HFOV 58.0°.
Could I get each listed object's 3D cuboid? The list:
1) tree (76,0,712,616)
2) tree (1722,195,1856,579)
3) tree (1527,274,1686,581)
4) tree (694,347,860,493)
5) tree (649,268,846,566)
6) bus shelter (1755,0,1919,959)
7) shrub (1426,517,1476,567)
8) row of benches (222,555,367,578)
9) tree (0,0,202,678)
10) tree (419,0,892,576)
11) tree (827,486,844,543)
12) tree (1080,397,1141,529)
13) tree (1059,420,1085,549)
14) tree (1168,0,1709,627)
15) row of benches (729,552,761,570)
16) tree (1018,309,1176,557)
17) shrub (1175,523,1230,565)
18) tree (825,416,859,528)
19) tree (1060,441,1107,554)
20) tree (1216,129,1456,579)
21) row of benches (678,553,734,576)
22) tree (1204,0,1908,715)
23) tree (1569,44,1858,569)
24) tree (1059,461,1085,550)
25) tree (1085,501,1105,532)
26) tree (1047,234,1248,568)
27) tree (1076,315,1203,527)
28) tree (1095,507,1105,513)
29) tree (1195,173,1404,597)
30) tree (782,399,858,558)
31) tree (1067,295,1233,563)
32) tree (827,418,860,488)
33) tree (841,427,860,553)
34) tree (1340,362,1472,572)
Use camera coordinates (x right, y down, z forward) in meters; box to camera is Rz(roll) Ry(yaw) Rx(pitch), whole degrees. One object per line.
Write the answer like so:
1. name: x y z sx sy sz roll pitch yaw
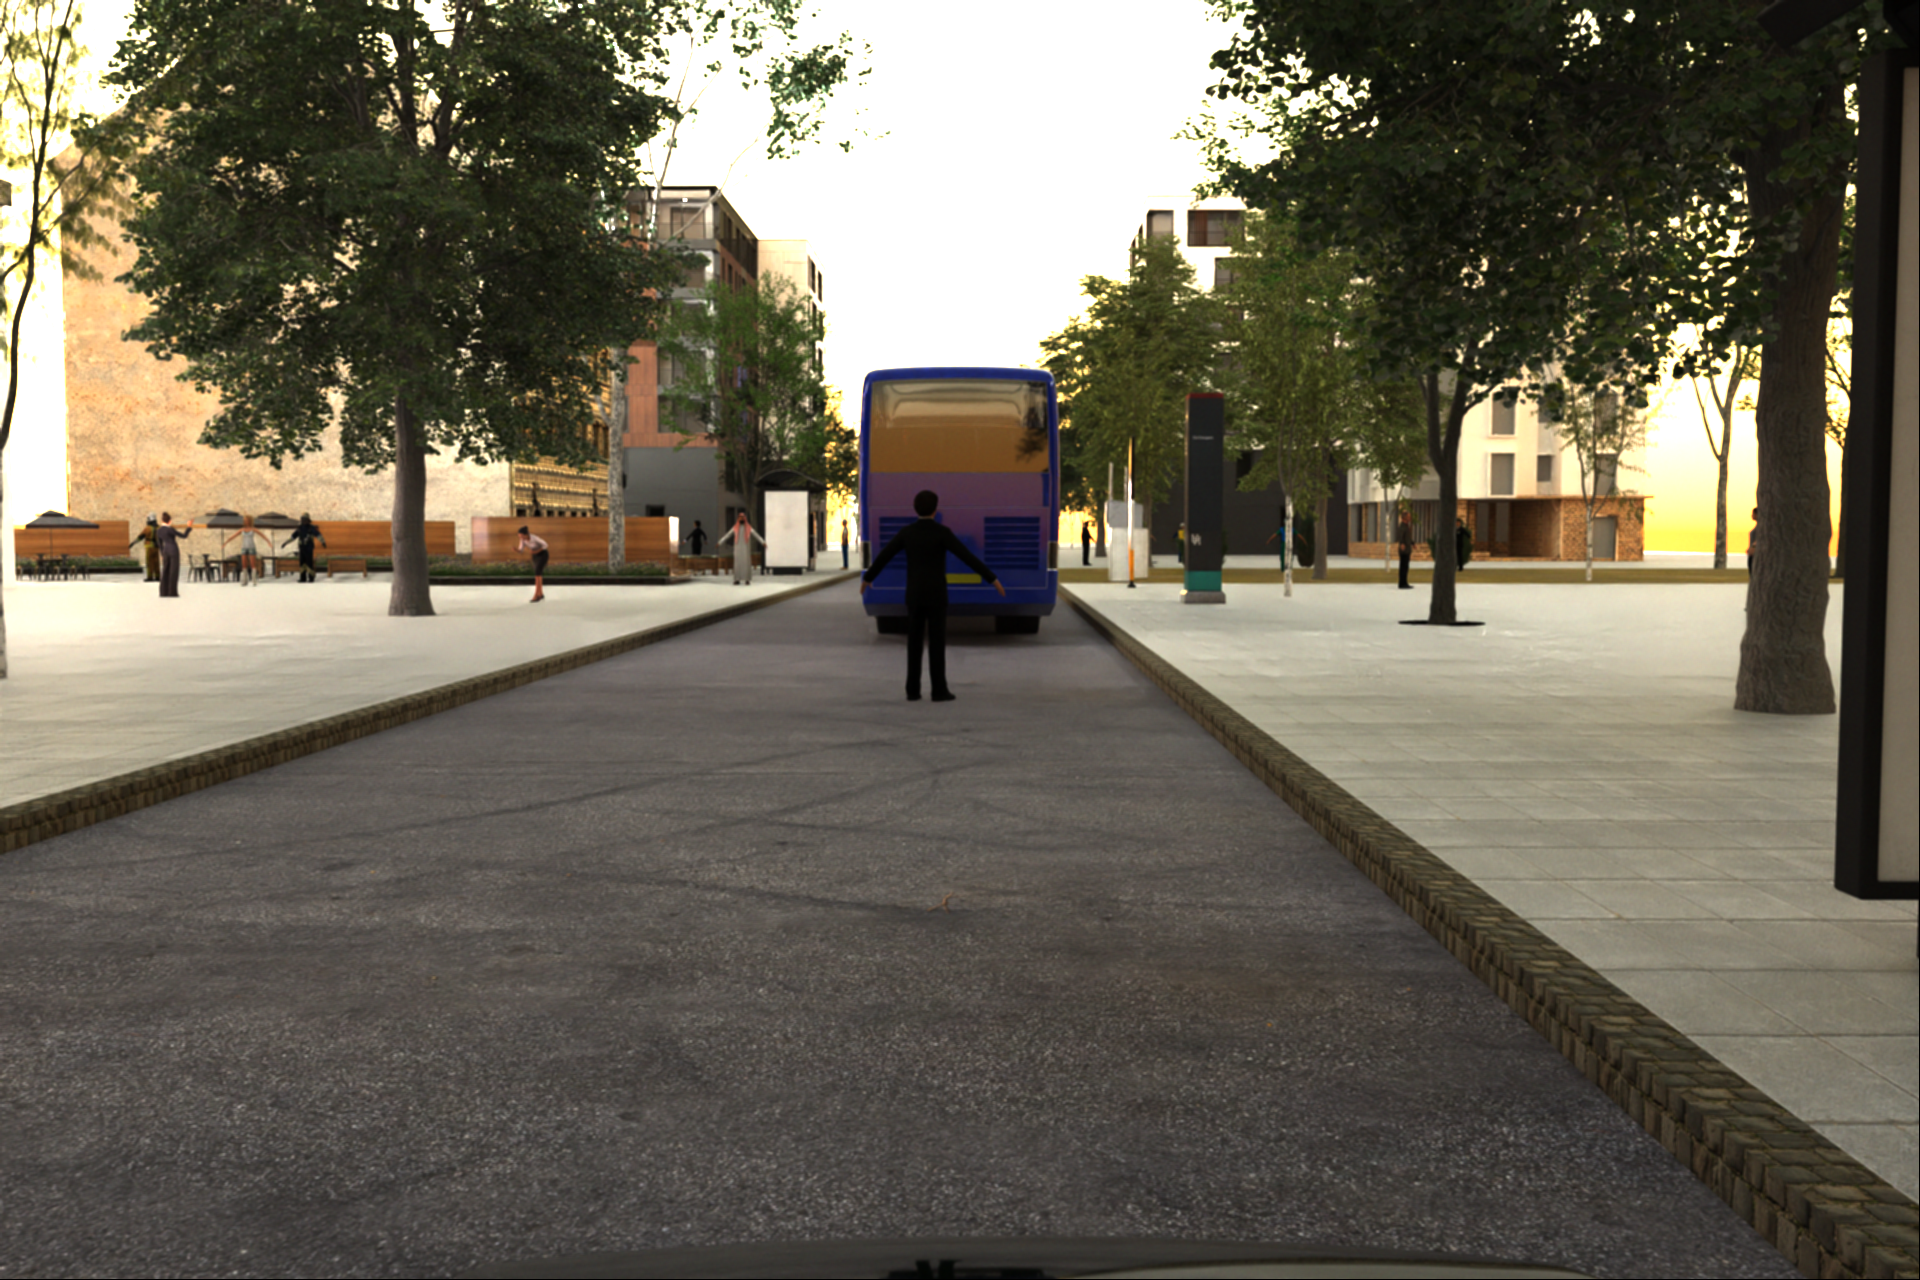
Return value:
1. tree: -8.640 -7.361 27.005 9.857 13.997 8.962 0 3 0
2. tree: 25.887 -7.606 50.109 9.928 11.665 9.643 0 3 0
3. tree: 17.405 -5.961 47.825 4.360 8.622 3.978 0 3 0
4. tree: -7.998 -9.003 81.608 8.767 10.594 7.601 -3 5 -43
5. tree: -8.392 -8.768 69.118 9.928 11.665 9.643 0 3 0
6. bus shelter: 3.391 -0.529 2.569 2.014 3.302 5.546 0 4 1
7. shrub: 17.978 -3.633 63.435 1.661 2.075 1.752 0 3 0
8. row of benches: -19.591 -2.164 50.841 4.104 0.672 1.422 -1 4 -16
9. tree: -8.483 -3.955 15.021 4.360 8.622 3.978 0 3 0
10. tree: -8.169 -11.538 44.531 12.611 20.169 13.585 0 3 0
11. tree: -17.662 -17.496 236.416 4.737 8.622 4.395 0 3 0
12. tree: 7.883 -8.461 88.697 4.737 8.622 4.395 0 3 0
13. tree: 8.443 -13.782 151.089 9.928 11.665 9.643 0 3 0
14. tree: 6.777 -6.008 23.988 9.928 11.665 9.643 0 3 0
15. row of benches: -7.193 -2.922 63.238 1.422 0.672 4.104 2 4 30
16. tree: 7.773 -11.612 96.504 9.857 13.997 8.962 0 3 0
17. shrub: 7.855 -3.181 56.047 1.661 2.075 1.752 0 3 0
18. tree: -6.859 -9.388 103.853 4.737 8.622 4.395 0 3 0
19. tree: 7.915 -9.918 112.515 4.360 8.622 3.978 0 3 0
20. tree: 10.641 -8.019 49.238 7.486 12.596 7.792 0 3 0
21. row of benches: -8.143 -2.341 53.740 1.422 0.672 4.104 2 4 34
22. tree: 5.905 -6.458 12.239 9.857 13.997 8.962 0 3 0
23. tree: 28.632 -12.773 64.734 12.611 20.169 13.585 0 3 0
24. tree: 9.279 -11.762 142.677 4.360 8.622 3.978 0 3 0
25. tree: 18.918 -17.478 236.129 4.737 8.622 4.395 0 3 0
26. tree: 7.205 -9.011 65.453 7.486 12.596 7.792 0 3 0
27. tree: 6.090 -6.659 59.233 4.737 8.622 4.395 0 3 0
28. tree: 21.408 -17.797 241.347 4.360 8.622 3.978 0 3 0
29. tree: 6.967 -5.192 35.257 4.737 8.622 4.395 0 3 0
30. tree: -7.516 -8.628 91.437 4.737 8.622 4.395 0 3 0
31. tree: 8.199 -9.179 75.827 9.928 11.665 9.643 0 3 0
32. tree: -6.244 -14.325 144.591 12.009 13.543 11.850 0 3 0
33. tree: -7.140 -10.150 116.316 4.360 8.622 3.978 0 3 0
34. tree: 14.772 -6.624 58.660 4.737 8.622 4.395 0 3 0
